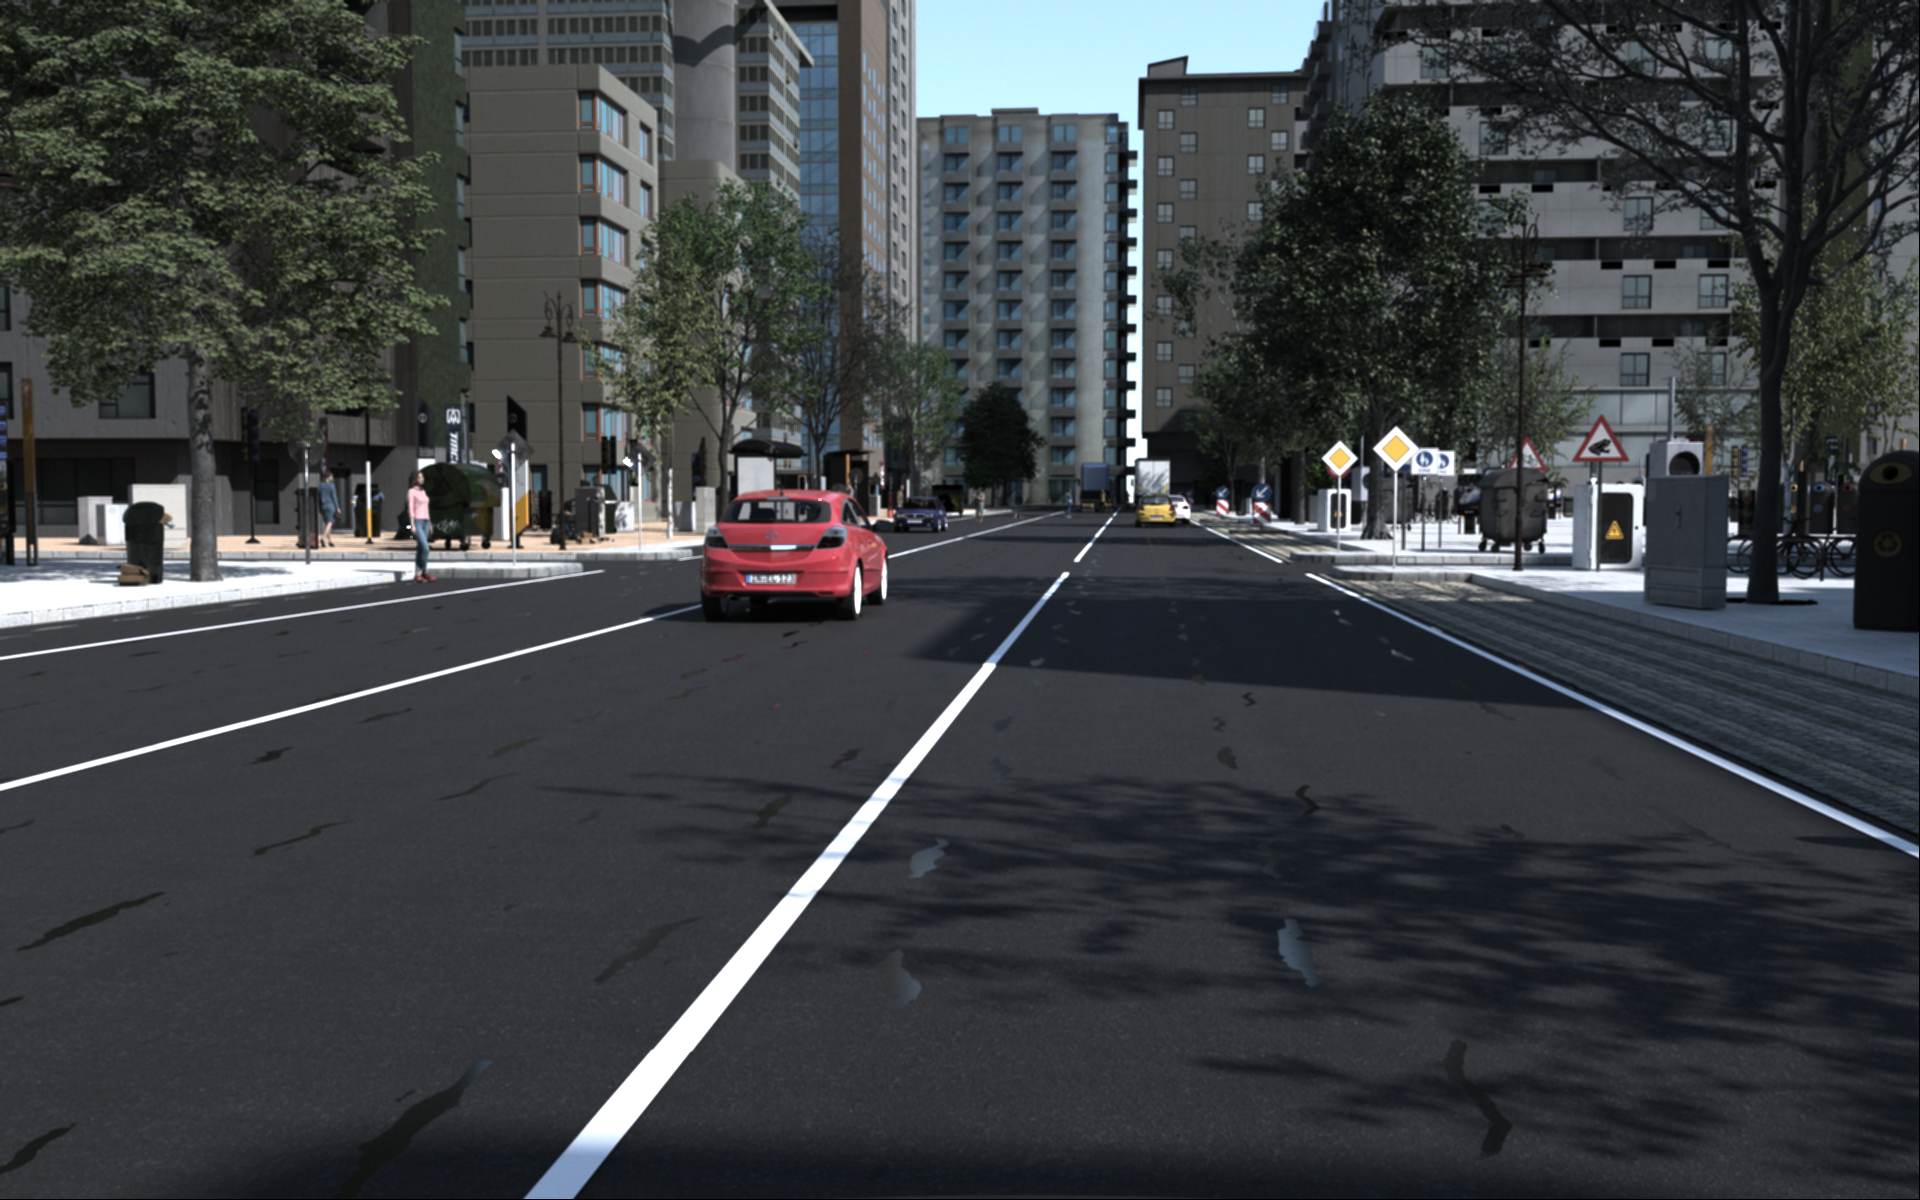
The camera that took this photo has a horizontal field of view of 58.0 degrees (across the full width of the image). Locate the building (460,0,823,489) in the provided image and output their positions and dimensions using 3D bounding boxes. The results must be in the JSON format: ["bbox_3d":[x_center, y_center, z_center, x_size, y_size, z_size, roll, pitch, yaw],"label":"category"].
[{"bbox_3d":[-25.002,-26.661,127.789,32.217,40.220,23.993,0,4,6],"label":"building"}]

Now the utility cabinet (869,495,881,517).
[{"bbox_3d":[-4.991,-5.390,99.288,0.306,1.237,1.020,-3,5,-44],"label":"utility cabinet"}]

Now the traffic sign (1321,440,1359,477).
[{"bbox_3d":[8.208,-2.153,37.393,0.795,2.593,0.064,0,4,6],"label":"traffic sign"}]

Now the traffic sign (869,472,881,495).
[{"bbox_3d":[-4.931,-6.205,101.463,0.884,2.594,0.081,0,4,7],"label":"traffic sign"}]

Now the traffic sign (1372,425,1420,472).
[{"bbox_3d":[7.420,-1.667,29.447,0.795,2.593,0.064,0,4,6],"label":"traffic sign"}]

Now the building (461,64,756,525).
[{"bbox_3d":[-26.816,-14.718,85.671,27.650,21.520,28.899,0,4,6],"label":"building"}]

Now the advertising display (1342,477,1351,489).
[{"bbox_3d":[14.821,-3.751,66.543,0.123,1.923,0.974,0,4,0],"label":"advertising display"}]

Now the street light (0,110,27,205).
[{"bbox_3d":[-11.147,-2.856,19.480,0.468,5.910,1.993,0,4,6],"label":"street light"}]

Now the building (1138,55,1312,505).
[{"bbox_3d":[35.927,-38.366,216.520,27.495,52.752,28.713,0,4,6],"label":"building"}]

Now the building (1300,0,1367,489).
[{"bbox_3d":[43.487,-33.110,160.951,23.786,49.044,30.456,0,4,6],"label":"building"}]

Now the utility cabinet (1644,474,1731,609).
[{"bbox_3d":[8.214,-0.670,19.637,0.318,1.500,1.173,-1,4,-9],"label":"utility cabinet"}]

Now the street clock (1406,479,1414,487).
[{"bbox_3d":[21.015,-4.693,81.302,0.471,2.002,0.358,-1,4,-20],"label":"street clock"}]

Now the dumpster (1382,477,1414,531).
[{"bbox_3d":[15.228,-3.373,60.910,1.264,1.857,1.865,0,4,6],"label":"dumpster"}]

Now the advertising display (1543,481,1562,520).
[{"bbox_3d":[30.373,-5.117,88.883,0.974,1.923,0.123,0,4,1],"label":"advertising display"}]

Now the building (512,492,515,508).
[{"bbox_3d":[-40.176,-31.758,173.866,28.867,44.769,22.147,0,4,6],"label":"building"}]

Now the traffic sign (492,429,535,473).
[{"bbox_3d":[-7.997,-1.761,30.991,0.795,2.593,0.064,0,4,6],"label":"traffic sign"}]

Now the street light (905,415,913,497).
[{"bbox_3d":[-2.996,-7.867,101.419,0.468,5.910,1.993,0,4,6],"label":"street light"}]

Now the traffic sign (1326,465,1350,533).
[{"bbox_3d":[12.325,-3.446,56.448,0.768,2.556,0.104,1,4,15],"label":"traffic sign"}]

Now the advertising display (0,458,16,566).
[{"bbox_3d":[-17.259,-1.597,31.324,0.123,1.923,0.974,-3,5,-40],"label":"advertising display"}]

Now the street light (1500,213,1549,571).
[{"bbox_3d":[9.353,-3.429,28.859,0.468,5.910,1.993,0,4,6],"label":"street light"}]

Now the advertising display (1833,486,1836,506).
[{"bbox_3d":[47.614,-5.496,95.072,0.974,1.923,0.123,-1,4,-17],"label":"advertising display"}]

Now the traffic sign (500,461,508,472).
[{"bbox_3d":[-10.882,-2.576,42.229,0.768,2.556,0.104,1,4,13],"label":"traffic sign"}]

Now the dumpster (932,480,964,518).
[{"bbox_3d":[-0.740,-6.009,103.200,1.985,2.255,1.502,0,4,4],"label":"dumpster"}]

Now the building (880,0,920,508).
[{"bbox_3d":[-15.518,-44.818,171.025,20.611,71.187,20.563,0,4,6],"label":"building"}]

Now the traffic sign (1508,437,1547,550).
[{"bbox_3d":[12.854,-2.406,39.334,0.884,2.594,0.081,1,4,11],"label":"traffic sign"}]

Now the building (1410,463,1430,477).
[{"bbox_3d":[64.259,-22.561,213.913,28.899,21.520,27.650,0,4,6],"label":"building"}]

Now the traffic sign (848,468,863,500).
[{"bbox_3d":[-5.083,-5.146,84.241,0.768,2.556,0.104,1,4,13],"label":"traffic sign"}]

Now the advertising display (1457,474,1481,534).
[{"bbox_3d":[16.319,-3.069,55.397,0.123,1.923,0.974,-2,4,-32],"label":"advertising display"}]

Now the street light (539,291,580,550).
[{"bbox_3d":[-9.113,-4.083,39.542,0.468,5.910,1.993,0,4,6],"label":"street light"}]

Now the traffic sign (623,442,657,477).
[{"bbox_3d":[-7.209,-2.247,38.937,0.795,2.593,0.064,0,4,6],"label":"traffic sign"}]

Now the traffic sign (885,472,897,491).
[{"bbox_3d":[-4.011,-6.105,99.928,0.768,2.556,0.104,1,4,13],"label":"traffic sign"}]

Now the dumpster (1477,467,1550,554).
[{"bbox_3d":[12.156,-1.975,38.052,1.264,1.857,1.865,0,4,6],"label":"dumpster"}]

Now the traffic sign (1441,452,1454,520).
[{"bbox_3d":[11.441,-2.391,41.231,0.606,2.300,0.079,1,4,8],"label":"traffic sign"}]

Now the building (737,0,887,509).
[{"bbox_3d":[-14.037,-30.365,146.574,14.600,45.320,14.200,0,4,6],"label":"building"}]

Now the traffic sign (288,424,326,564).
[{"bbox_3d":[-11.888,-1.921,31.508,0.768,2.556,0.104,1,4,14],"label":"traffic sign"}]

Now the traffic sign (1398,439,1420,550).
[{"bbox_3d":[10.162,-2.417,39.625,0.768,2.556,0.104,1,4,14],"label":"traffic sign"}]

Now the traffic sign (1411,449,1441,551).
[{"bbox_3d":[10.348,-2.233,38.642,0.606,2.300,0.079,1,4,12],"label":"traffic sign"}]

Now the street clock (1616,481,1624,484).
[{"bbox_3d":[37.640,-5.765,98.833,0.471,2.002,0.358,1,4,15],"label":"street clock"}]

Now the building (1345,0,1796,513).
[{"bbox_3d":[44.254,-33.164,131.464,28.713,52.752,27.495,0,4,6],"label":"building"}]

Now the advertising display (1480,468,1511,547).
[{"bbox_3d":[13.244,-2.261,42.179,0.974,1.923,0.123,2,4,29],"label":"advertising display"}]

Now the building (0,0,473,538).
[{"bbox_3d":[-25.242,-17.367,55.650,14.160,30.474,14.107,0,4,6],"label":"building"}]

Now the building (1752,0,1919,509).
[{"bbox_3d":[78.656,-37.882,161.369,28.212,58.520,21.231,0,4,6],"label":"building"}]

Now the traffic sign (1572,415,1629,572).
[{"bbox_3d":[10.513,-1.741,28.467,0.884,2.594,0.081,1,4,10],"label":"traffic sign"}]

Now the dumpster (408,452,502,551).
[{"bbox_3d":[-11.502,-2.261,39.460,1.502,2.255,1.985,0,4,6],"label":"dumpster"}]

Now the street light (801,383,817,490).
[{"bbox_3d":[-6.134,-5.975,70.484,0.468,5.910,1.993,0,4,6],"label":"street light"}]

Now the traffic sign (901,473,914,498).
[{"bbox_3d":[-3.154,-6.314,103.335,0.768,2.556,0.104,0,4,6],"label":"traffic sign"}]

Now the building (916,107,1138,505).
[{"bbox_3d":[6.901,-36.571,217.548,30.456,49.044,23.786,0,4,6],"label":"building"}]
